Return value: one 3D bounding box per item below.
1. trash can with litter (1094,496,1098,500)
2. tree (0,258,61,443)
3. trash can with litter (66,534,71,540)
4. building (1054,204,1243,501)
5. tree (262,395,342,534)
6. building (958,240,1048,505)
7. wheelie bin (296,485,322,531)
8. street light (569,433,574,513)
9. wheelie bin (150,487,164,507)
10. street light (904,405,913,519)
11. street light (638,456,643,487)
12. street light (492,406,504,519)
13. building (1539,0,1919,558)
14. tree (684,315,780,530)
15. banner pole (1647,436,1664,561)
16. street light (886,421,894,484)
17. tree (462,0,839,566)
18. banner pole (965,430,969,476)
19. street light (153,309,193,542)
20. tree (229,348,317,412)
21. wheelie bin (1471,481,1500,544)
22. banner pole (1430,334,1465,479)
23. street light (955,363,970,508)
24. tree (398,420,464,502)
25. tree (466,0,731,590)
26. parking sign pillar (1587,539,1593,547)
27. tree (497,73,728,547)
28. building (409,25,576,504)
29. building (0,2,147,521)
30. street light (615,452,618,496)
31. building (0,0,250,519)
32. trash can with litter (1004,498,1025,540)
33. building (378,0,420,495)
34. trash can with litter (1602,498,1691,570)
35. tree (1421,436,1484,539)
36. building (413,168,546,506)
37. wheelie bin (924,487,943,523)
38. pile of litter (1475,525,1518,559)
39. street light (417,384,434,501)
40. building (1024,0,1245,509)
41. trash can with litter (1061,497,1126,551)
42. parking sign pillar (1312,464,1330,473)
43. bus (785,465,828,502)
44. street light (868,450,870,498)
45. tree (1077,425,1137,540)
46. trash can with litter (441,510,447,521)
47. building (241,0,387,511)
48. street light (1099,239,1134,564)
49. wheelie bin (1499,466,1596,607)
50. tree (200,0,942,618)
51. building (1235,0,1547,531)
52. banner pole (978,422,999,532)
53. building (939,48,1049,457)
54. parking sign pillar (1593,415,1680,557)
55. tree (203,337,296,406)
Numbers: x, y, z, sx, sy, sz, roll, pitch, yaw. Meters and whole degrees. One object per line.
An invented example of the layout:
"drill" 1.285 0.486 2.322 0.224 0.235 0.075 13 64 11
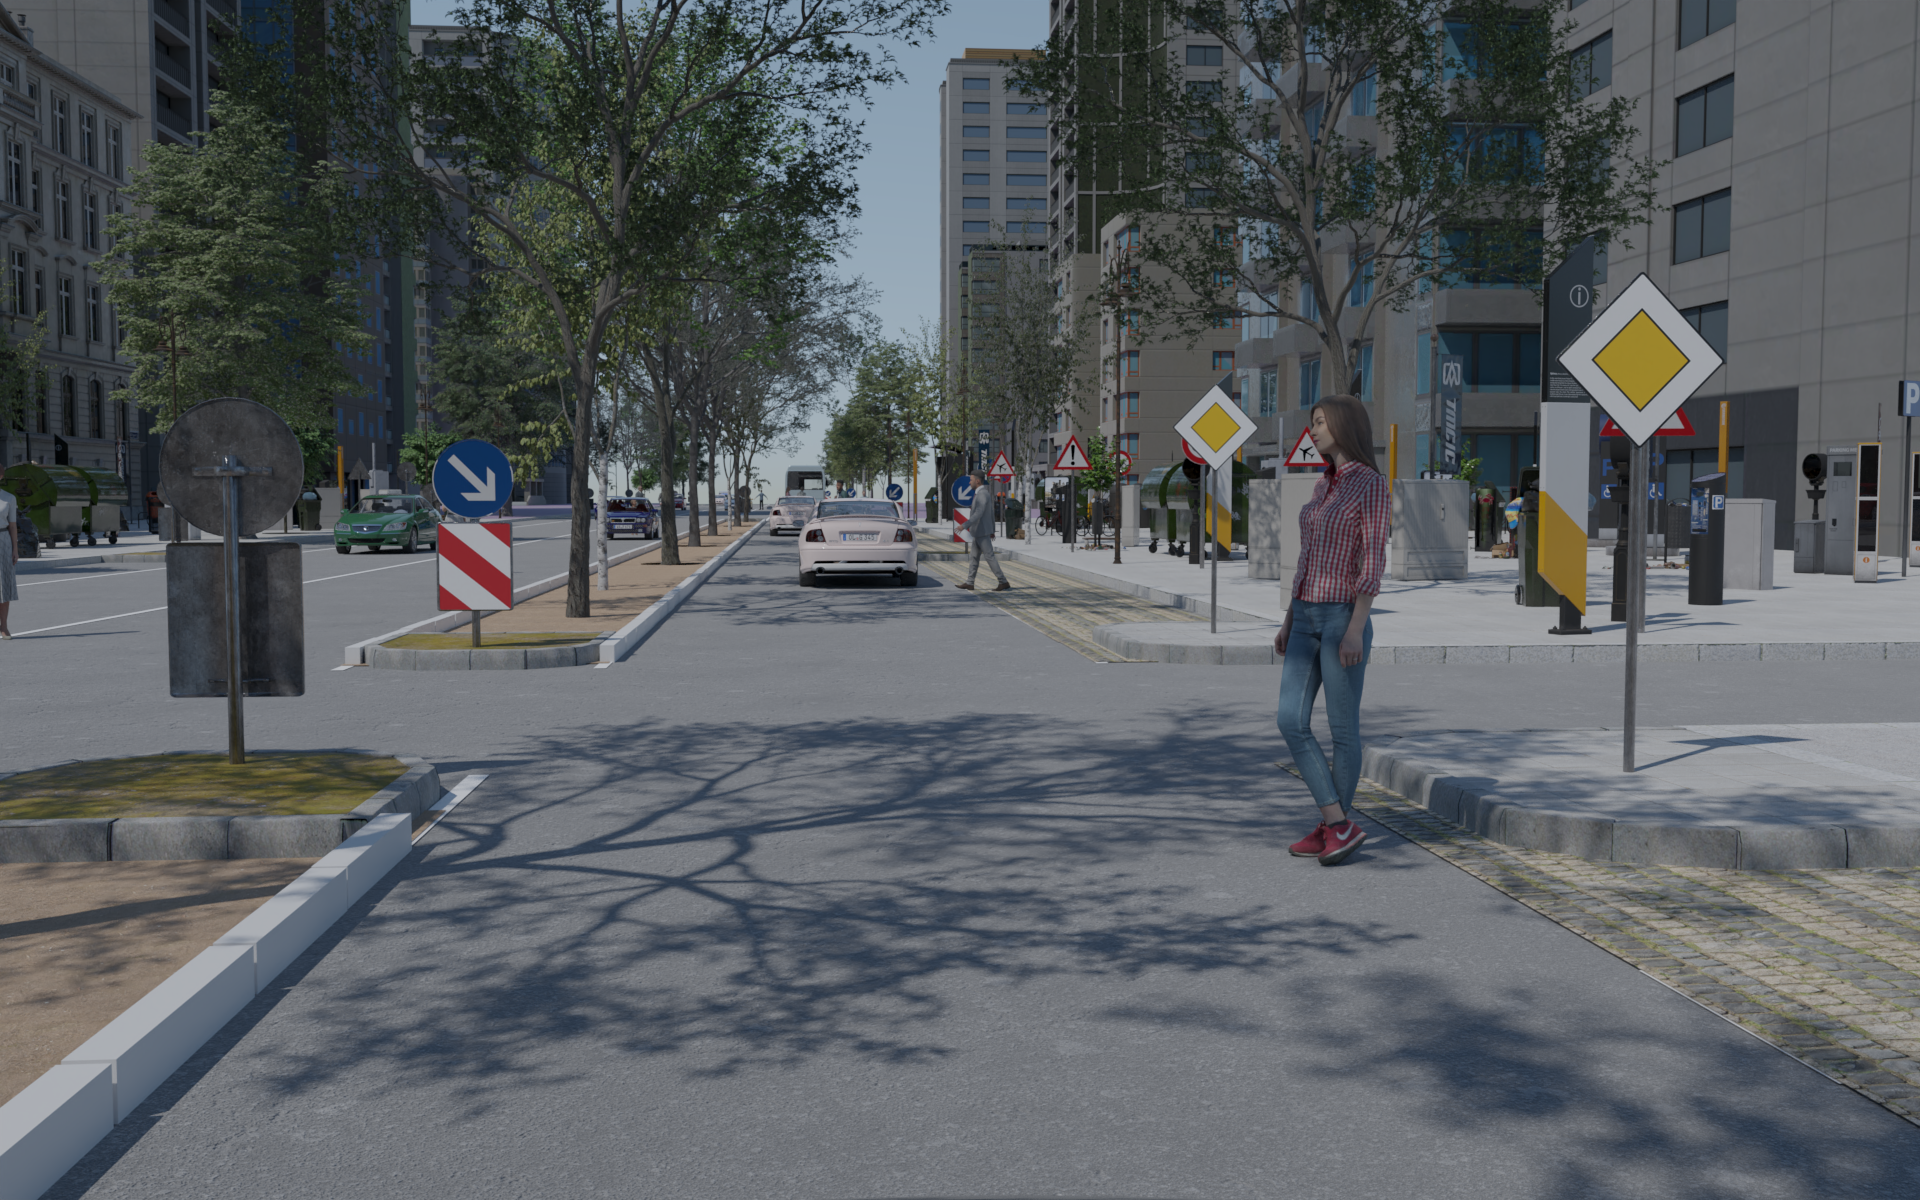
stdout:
"trash can with litter" 6.817 -4.635 87.172 0.624 1.170 1.055 1 4 10
"tree" -29.903 -6.262 52.752 4.737 8.622 4.395 0 3 0
"trash can with litter" -25.227 -2.265 48.421 0.624 1.170 1.055 -1 4 -18
"building" 22.397 -16.848 120.509 27.650 21.520 28.899 0 4 -5
"tree" -21.733 -4.409 55.795 4.285 4.588 4.351 0 3 0
"building" 7.728 -26.305 201.787 14.160 30.474 14.107 0 4 -5
"wheelie bin" -24.421 -3.472 64.671 0.980 1.594 0.693 -3 5 -43
"street light" -26.948 -9.025 120.346 0.468 5.910 1.993 0 4 -5
"wheelie bin" -35.291 -4.179 76.236 0.980 1.594 0.693 -2 4 -35
"street light" -2.691 -7.200 90.501 0.468 5.910 1.993 0 4 -5
"street light" -31.870 -12.261 173.262 0.468 5.910 1.993 0 4 -5
"street light" -24.161 -7.217 90.791 0.468 5.910 1.993 0 4 -5
"building" 28.627 -36.881 41.252 20.611 71.187 20.563 0 4 -5
"tree" -8.957 -6.999 67.257 4.360 8.622 3.978 0 3 0
"banner pole" 13.220 -2.638 33.143 0.863 3.779 0.401 -3 4 -39
"street light" -4.354 -8.270 107.997 0.468 5.910 1.993 0 4 -5
"tree" -5.949 -6.507 34.609 9.928 11.665 9.643 0 3 0
"banner pole" 0.244 -4.764 67.904 0.401 3.779 0.863 -1 4 -12
"street light" -19.664 -4.320 43.414 0.468 5.910 1.993 0 4 -5
"tree" -33.912 -8.236 85.019 4.737 8.622 4.395 0 3 0
"wheelie bin" 12.590 -2.044 41.328 0.693 1.594 0.980 2 4 31
"banner pole" 7.605 -2.278 27.258 0.863 3.779 0.401 -2 4 -30
"street light" 0.130 -5.384 60.823 0.468 5.910 1.993 0 4 -5
"tree" -23.402 -5.705 76.998 4.285 4.588 4.351 0 3 0
"tree" -5.347 -4.452 25.615 4.737 8.622 4.395 0 3 0
"parking sign pillar" 15.762 -3.272 41.975 1.447 3.967 1.447 1 4 22
"tree" -7.230 -8.182 46.602 12.009 13.543 11.850 0 3 0
"building" -61.481 -41.511 220.697 21.231 58.520 28.212 0 4 -5
"building" -43.483 -15.142 66.651 14.460 24.649 34.723 0 4 -5
"street light" -29.731 -10.825 149.768 0.468 5.910 1.993 0 4 -5
"building" -49.520 -40.196 95.454 20.563 71.187 20.611 0 4 -5
"trash can with litter" 1.680 -2.297 48.938 0.624 1.170 1.055 -2 4 -29
"building" -49.273 -27.245 129.045 14.154 41.232 14.086 0 4 -5
"trash can with litter" 12.050 -1.160 30.021 2.233 1.210 1.678 -1 4 -11
"tree" 14.271 -3.370 49.704 1.663 3.219 1.824 0 3 0
"building" -64.188 -30.749 194.633 32.217 40.220 23.993 0 4 -5
"wheelie bin" -1.143 -4.175 76.166 0.693 1.594 0.980 -2 4 -29
"pile of litter" 11.140 -1.264 34.635 1.719 0.858 1.176 1 4 16
"street light" -22.483 -6.129 72.992 0.468 5.910 1.993 0 4 -5
"building" 16.764 -43.121 143.280 20.563 71.187 20.611 0 4 -5
"trash can with litter" 3.012 -1.781 40.177 1.678 1.210 2.233 1 4 15
"parking sign pillar" 11.603 -3.991 53.719 1.447 3.967 1.447 0 4 -4
"bus" -10.412 -7.493 117.372 2.948 3.499 13.247 0 4 -4
"street light" -7.225 -10.063 137.315 0.468 5.910 1.993 0 4 -5
"tree" 3.874 -3.319 48.869 1.663 3.219 1.824 0 3 0
"trash can with litter" -24.526 -4.350 82.503 1.055 1.170 0.624 2 4 35
"building" -46.907 -28.384 114.190 14.600 45.320 14.200 0 4 -5
"street light" 2.896 -3.601 31.670 0.468 5.910 1.993 0 4 -5
"wheelie bin" 6.763 -0.728 19.804 0.980 1.594 0.693 1 4 9
"tree" -4.408 -5.045 19.359 8.767 10.594 7.601 0 4 -5
"building" 24.468 -27.668 71.973 23.786 49.044 30.456 0 4 -5
"banner pole" 0.949 -4.212 58.876 0.863 3.779 0.401 3 4 37
"building" 7.731 -42.500 236.881 21.231 58.520 28.212 0 4 -5
"parking sign pillar" 14.249 -2.910 36.056 1.447 3.967 1.447 0 4 2
"tree" -31.076 -7.673 75.823 4.360 8.622 3.978 0 3 0
